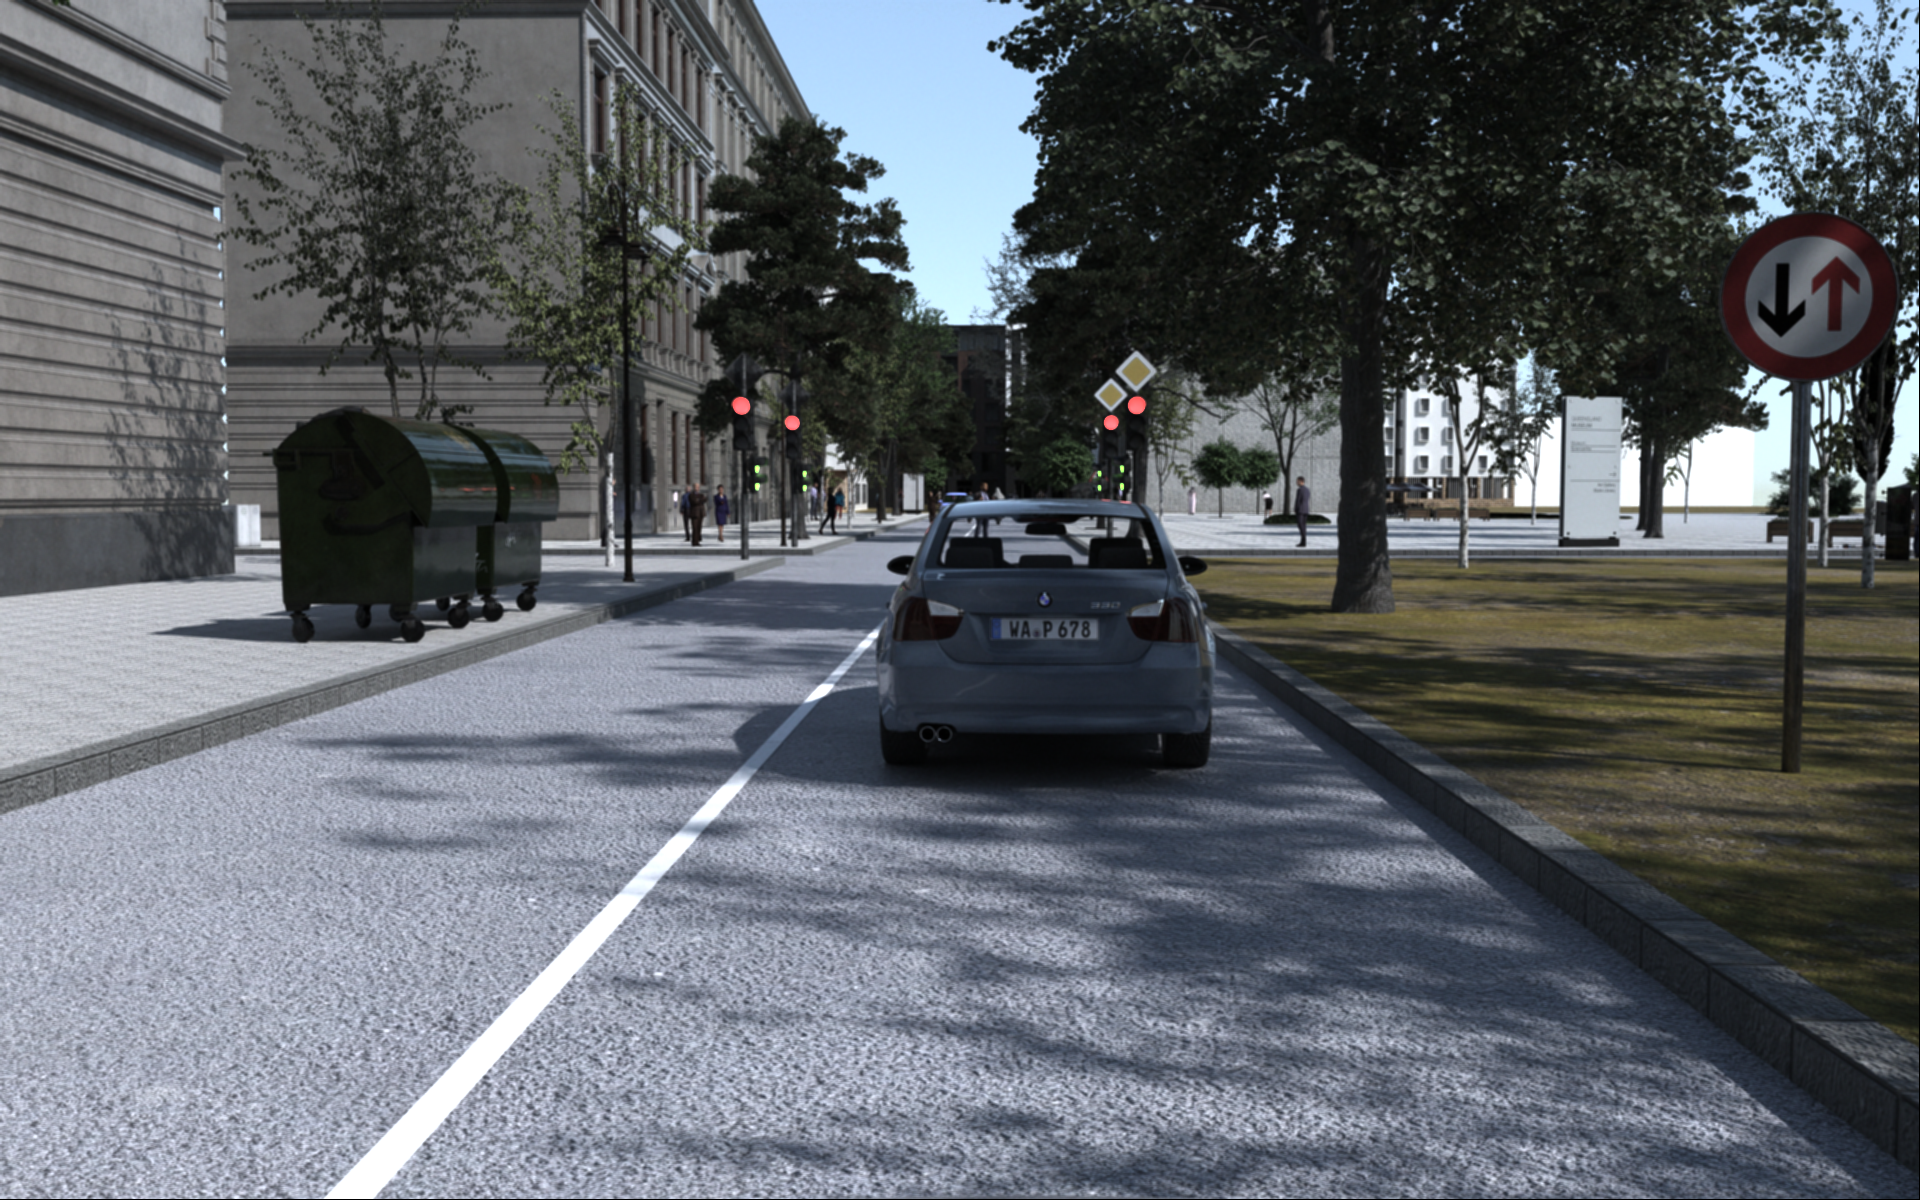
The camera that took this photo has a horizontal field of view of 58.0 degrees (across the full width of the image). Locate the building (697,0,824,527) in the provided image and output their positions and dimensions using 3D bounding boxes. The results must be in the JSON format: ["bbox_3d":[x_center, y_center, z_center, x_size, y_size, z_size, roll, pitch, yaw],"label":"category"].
[{"bbox_3d":[-17.050,-19.124,89.092,17.030,29.872,44.131,0,4,1],"label":"building"}]

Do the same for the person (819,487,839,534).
[{"bbox_3d":[-4.166,-2.838,54.993,0.613,1.512,0.480,-1,4,-22],"label":"person"}]

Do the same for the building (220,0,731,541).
[{"bbox_3d":[-14.860,-13.487,56.667,11.583,22.565,21.152,0,4,1],"label":"building"}]

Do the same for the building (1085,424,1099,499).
[{"bbox_3d":[16.781,-13.486,162.648,9.099,9.664,28.070,0,4,1],"label":"building"}]

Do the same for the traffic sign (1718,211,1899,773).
[{"bbox_3d":[3.835,-0.478,7.915,0.768,2.556,0.104,1,4,8],"label":"traffic sign"}]

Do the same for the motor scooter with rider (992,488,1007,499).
[{"bbox_3d":[1.831,-4.438,81.522,0.876,1.779,1.986,0,4,0],"label":"motor scooter with rider"}]

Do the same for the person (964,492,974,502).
[{"bbox_3d":[0.445,-4.584,85.652,0.429,1.552,0.499,-3,5,-42],"label":"person"}]

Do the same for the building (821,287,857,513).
[{"bbox_3d":[-15.558,-16.332,123.452,16.016,20.091,11.380,0,4,1],"label":"building"}]

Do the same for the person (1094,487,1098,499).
[{"bbox_3d":[9.984,-7.539,129.304,1.348,1.824,0.705,-3,5,-40],"label":"person"}]

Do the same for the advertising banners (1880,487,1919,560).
[{"bbox_3d":[18.631,-2.250,32.978,0.090,3.025,2.074,-2,4,-35],"label":"advertising banners"}]

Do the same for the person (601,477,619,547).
[{"bbox_3d":[-8.436,-2.125,41.708,0.530,1.710,0.541,0,4,4],"label":"person"}]

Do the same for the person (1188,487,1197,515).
[{"bbox_3d":[14.334,-6.126,106.876,0.551,1.740,0.621,0,4,4],"label":"person"}]

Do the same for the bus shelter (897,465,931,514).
[{"bbox_3d":[-2.993,-7.386,114.678,2.014,3.302,5.546,0,4,2],"label":"bus shelter"}]

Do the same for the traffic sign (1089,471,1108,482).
[{"bbox_3d":[6.069,-4.632,75.731,0.884,2.594,0.081,0,4,5],"label":"traffic sign"}]

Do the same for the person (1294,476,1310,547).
[{"bbox_3d":[8.349,-2.161,42.293,0.541,1.710,0.530,-3,4,-37],"label":"person"}]

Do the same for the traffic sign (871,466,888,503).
[{"bbox_3d":[-3.606,-4.726,77.381,0.768,2.556,0.104,0,4,4],"label":"traffic sign"}]

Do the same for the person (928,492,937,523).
[{"bbox_3d":[-1.391,-4.598,85.941,0.388,1.546,0.482,-3,4,-37],"label":"person"}]

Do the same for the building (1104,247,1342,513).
[{"bbox_3d":[20.114,-16.275,132.547,16.747,18.905,31.486,0,4,1],"label":"building"}]

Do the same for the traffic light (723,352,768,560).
[{"bbox_3d":[-4.184,-2.720,33.712,0.839,4.213,0.868,0,4,1],"label":"traffic light"}]

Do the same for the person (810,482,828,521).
[{"bbox_3d":[-6.884,-4.732,83.276,0.599,1.838,0.709,1,4,23],"label":"person"}]

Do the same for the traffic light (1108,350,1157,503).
[{"bbox_3d":[3.375,-2.709,33.532,0.839,4.213,0.868,0,4,1],"label":"traffic light"}]

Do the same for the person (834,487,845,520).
[{"bbox_3d":[-6.013,-4.773,85.778,0.593,1.614,0.444,2,4,27],"label":"person"}]

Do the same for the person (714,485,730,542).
[{"bbox_3d":[-6.350,-2.327,46.457,0.546,1.535,0.453,3,5,39],"label":"person"}]

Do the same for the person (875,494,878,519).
[{"bbox_3d":[-4.107,-4.907,88.487,0.499,1.552,0.429,0,4,4],"label":"person"}]

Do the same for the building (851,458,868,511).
[{"bbox_3d":[-12.071,-12.316,143.508,9.099,9.664,28.070,0,4,1],"label":"building"}]

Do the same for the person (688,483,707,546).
[{"bbox_3d":[-6.422,-2.091,42.494,0.482,1.546,0.388,-3,4,-37],"label":"person"}]

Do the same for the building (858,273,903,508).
[{"bbox_3d":[-22.451,-20.221,174.591,32.646,21.610,27.936,0,4,1],"label":"building"}]

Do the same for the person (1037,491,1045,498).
[{"bbox_3d":[7.677,-9.614,163.783,0.990,1.755,0.434,-2,4,-23],"label":"person"}]

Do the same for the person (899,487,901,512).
[{"bbox_3d":[-4.323,-7.343,126.083,0.705,1.826,1.348,0,4,8],"label":"person"}]

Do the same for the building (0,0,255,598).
[{"bbox_3d":[-21.081,-11.858,22.753,19.941,23.489,11.050,0,4,1],"label":"building"}]

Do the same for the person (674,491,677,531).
[{"bbox_3d":[-9.996,-3.234,59.862,0.436,1.711,0.756,1,4,11],"label":"person"}]

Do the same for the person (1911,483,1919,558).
[{"bbox_3d":[19.736,-1.596,35.412,0.431,1.722,0.655,0,4,6],"label":"person"}]

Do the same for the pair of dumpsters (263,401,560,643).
[{"bbox_3d":[-5.208,-0.880,16.889,1.574,2.255,4.436,0,4,2],"label":"pair of dumpsters"}]

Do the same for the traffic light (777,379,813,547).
[{"bbox_3d":[-3.976,-3.208,41.694,0.839,4.213,0.868,0,4,1],"label":"traffic light"}]

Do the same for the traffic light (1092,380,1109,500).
[{"bbox_3d":[3.583,-3.197,41.514,0.839,4.213,0.868,0,4,1],"label":"traffic light"}]

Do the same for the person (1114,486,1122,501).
[{"bbox_3d":[10.716,-6.840,117.743,0.599,1.838,0.709,0,4,2],"label":"person"}]

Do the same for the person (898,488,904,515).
[{"bbox_3d":[-3.610,-5.979,105.272,0.415,1.643,0.593,0,4,6],"label":"person"}]

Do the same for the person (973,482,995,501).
[{"bbox_3d":[0.600,-2.014,42.256,0.655,1.722,0.431,-3,4,-38],"label":"person"}]

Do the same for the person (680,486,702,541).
[{"bbox_3d":[-7.305,-2.343,47.050,0.574,1.496,0.600,0,4,-8],"label":"person"}]

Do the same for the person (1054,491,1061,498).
[{"bbox_3d":[10.636,-11.245,190.035,0.705,1.807,1.348,-2,4,-25],"label":"person"}]

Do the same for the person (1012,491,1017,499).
[{"bbox_3d":[5.061,-9.203,159.639,0.621,1.740,0.551,-2,4,-28],"label":"person"}]

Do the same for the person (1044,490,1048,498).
[{"bbox_3d":[9.131,-10.793,183.184,0.551,1.740,0.621,2,4,35],"label":"person"}]

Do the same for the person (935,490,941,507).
[{"bbox_3d":[-2.092,-10.182,172.527,0.705,1.824,1.348,2,4,31],"label":"person"}]

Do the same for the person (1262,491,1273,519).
[{"bbox_3d":[15.647,-4.833,88.249,0.628,1.438,0.799,-3,5,-45],"label":"person"}]

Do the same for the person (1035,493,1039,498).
[{"bbox_3d":[7.916,-10.235,176.579,0.628,1.438,0.799,3,4,36],"label":"person"}]
